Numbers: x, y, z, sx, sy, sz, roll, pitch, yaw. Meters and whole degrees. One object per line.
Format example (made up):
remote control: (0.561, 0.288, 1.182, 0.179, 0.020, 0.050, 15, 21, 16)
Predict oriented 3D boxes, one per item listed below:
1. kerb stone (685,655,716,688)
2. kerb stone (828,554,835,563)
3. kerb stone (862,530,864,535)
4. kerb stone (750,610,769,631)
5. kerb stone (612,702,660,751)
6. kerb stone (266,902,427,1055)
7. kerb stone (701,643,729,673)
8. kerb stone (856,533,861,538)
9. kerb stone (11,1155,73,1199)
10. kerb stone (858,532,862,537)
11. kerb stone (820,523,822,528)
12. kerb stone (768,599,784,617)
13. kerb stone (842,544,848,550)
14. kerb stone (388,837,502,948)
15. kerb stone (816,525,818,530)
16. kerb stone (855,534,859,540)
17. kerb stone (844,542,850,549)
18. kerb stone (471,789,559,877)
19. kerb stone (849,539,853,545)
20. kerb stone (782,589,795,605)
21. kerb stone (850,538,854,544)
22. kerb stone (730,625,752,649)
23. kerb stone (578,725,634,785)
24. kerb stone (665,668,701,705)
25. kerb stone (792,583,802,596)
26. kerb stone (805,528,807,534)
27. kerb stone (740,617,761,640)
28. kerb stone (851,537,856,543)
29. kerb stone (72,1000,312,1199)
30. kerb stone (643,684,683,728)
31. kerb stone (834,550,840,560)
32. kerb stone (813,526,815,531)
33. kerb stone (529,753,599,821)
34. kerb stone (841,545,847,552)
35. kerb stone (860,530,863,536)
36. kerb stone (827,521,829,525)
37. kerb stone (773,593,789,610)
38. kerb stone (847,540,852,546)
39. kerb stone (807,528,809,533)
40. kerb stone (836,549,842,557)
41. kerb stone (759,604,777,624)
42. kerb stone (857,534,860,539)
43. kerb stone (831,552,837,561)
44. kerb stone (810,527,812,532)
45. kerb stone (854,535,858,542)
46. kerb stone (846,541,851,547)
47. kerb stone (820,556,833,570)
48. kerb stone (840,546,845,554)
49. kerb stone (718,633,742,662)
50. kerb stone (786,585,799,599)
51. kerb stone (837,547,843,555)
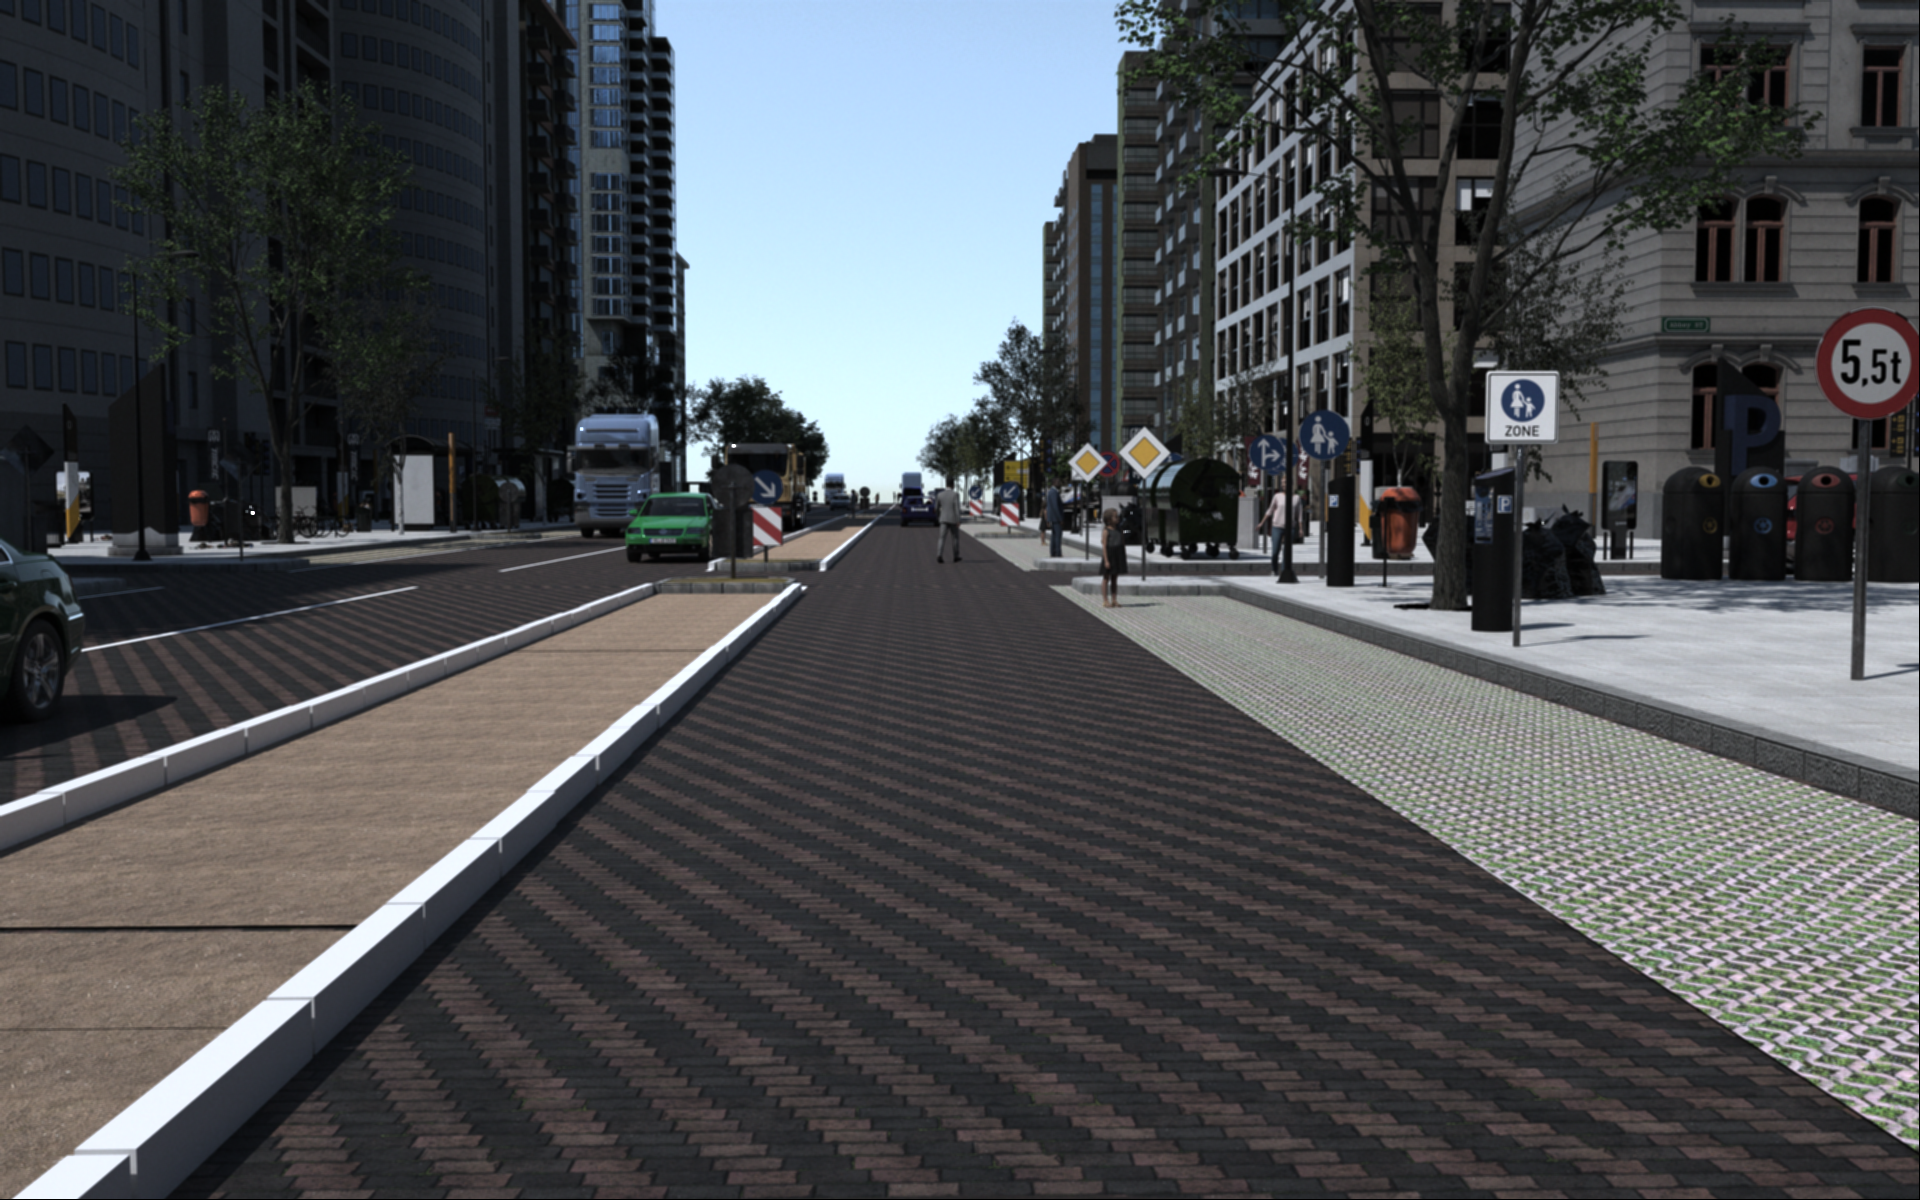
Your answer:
kerb stone: (-1.983, 0.555, 13.119, 0.120, 0.150, 1.000, 0, 4, -2)
kerb stone: (-2.666, -0.789, 35.157, 0.120, 0.150, 1.000, 0, 4, -2)
kerb stone: (-3.343, -2.170, 57.682, 0.120, 0.150, 1.000, 0, 4, -2)
kerb stone: (-2.138, 0.241, 18.256, 0.120, 0.150, 1.000, 0, 4, -2)
kerb stone: (-1.890, 0.744, 10.048, 0.120, 0.150, 1.000, 0, 4, -2)
kerb stone: (-1.722, 1.057, 4.918, 0.120, 0.150, 1.000, 0, 4, -2)
kerb stone: (-2.020, 0.492, 14.148, 0.120, 0.150, 1.000, 0, 4, -2)
kerb stone: (-3.223, -1.916, 53.582, 0.120, 0.150, 1.000, 0, 4, -2)
kerb stone: (-1.659, 1.184, 2.872, 0.120, 0.150, 1.000, 0, 4, -2)
kerb stone: (-3.256, -1.983, 54.611, 0.120, 0.150, 1.000, 0, 4, -2)
kerb stone: (-5.862, -2.985, 71.001, 0.120, 0.150, 1.000, 0, 4, -2)
kerb stone: (-2.192, 0.121, 20.307, 0.120, 0.150, 1.000, 0, 4, -2)
kerb stone: (-2.879, -1.226, 42.320, 0.120, 0.150, 1.000, 0, 4, -2)
kerb stone: (-1.757, 0.994, 5.940, 0.120, 0.150, 1.000, 0, 4, -2)
kerb stone: (-5.765, -2.796, 67.922, 0.120, 0.150, 1.000, 0, 4, -2)
kerb stone: (-3.164, -1.794, 51.536, 0.120, 0.150, 1.000, 0, 4, -2)
kerb stone: (-2.905, -1.293, 43.343, 0.120, 0.150, 1.000, 0, 4, -2)
kerb stone: (-1.786, 0.932, 6.965, 0.120, 0.150, 1.000, 0, 4, -2)
kerb stone: (-3.004, -1.481, 46.415, 0.120, 0.150, 1.000, 0, 4, -2)
kerb stone: (-2.258, -0.003, 22.351, 0.120, 0.150, 1.000, 0, 4, -2)
kerb stone: (-3.035, -1.544, 47.436, 0.120, 0.150, 1.000, 0, 4, -2)
kerb stone: (-2.076, 0.366, 16.207, 0.120, 0.150, 1.000, 0, 4, -2)
kerb stone: (-1.851, 0.806, 9.021, 0.120, 0.150, 1.000, 0, 4, -2)
kerb stone: (-1.946, 0.618, 12.098, 0.120, 0.150, 1.000, 0, 4, -2)
kerb stone: (-2.324, -0.134, 24.404, 0.120, 0.150, 1.000, 0, 4, -2)
kerb stone: (-5.548, -2.359, 60.769, 0.120, 0.150, 1.000, 0, 4, -2)
kerb stone: (-2.108, 0.305, 17.234, 0.120, 0.150, 1.000, 0, 4, -2)
kerb stone: (-3.066, -1.607, 48.466, 0.120, 0.150, 1.000, 0, 4, -2)
kerb stone: (-1.689, 1.119, 3.893, 0.120, 0.150, 1.000, 0, 4, -2)
kerb stone: (-1.911, 0.680, 11.076, 0.120, 0.150, 1.000, 0, 4, -2)
kerb stone: (-2.718, -0.918, 37.200, 0.120, 0.150, 1.000, 0, 4, -2)
kerb stone: (-5.710, -2.670, 65.876, 0.120, 0.150, 1.000, 0, 4, -2)
kerb stone: (-1.829, 0.869, 7.986, 0.120, 0.150, 1.000, 0, 4, -2)
kerb stone: (-2.843, -1.168, 41.299, 0.120, 0.150, 1.000, 0, 4, -2)
kerb stone: (-3.322, -2.108, 56.656, 0.120, 0.150, 1.000, 0, 4, -2)
kerb stone: (-6.044, -3.362, 77.157, 0.120, 0.150, 1.000, 0, 4, -2)
kerb stone: (-2.232, 0.053, 21.328, 0.120, 0.150, 1.000, 0, 4, -2)
kerb stone: (-2.973, -1.419, 45.393, 0.120, 0.150, 1.000, 0, 4, -2)
kerb stone: (-5.577, -2.415, 61.791, 0.120, 0.150, 1.000, 0, 4, -2)
kerb stone: (-2.750, -0.981, 38.227, 0.120, 0.150, 1.000, 0, 4, -2)
kerb stone: (-2.169, 0.178, 19.279, 0.120, 0.150, 1.000, 0, 4, -2)
kerb stone: (-3.190, -1.849, 52.559, 0.120, 0.150, 1.000, 0, 4, -2)
kerb stone: (-2.695, -0.855, 36.179, 0.120, 0.150, 1.000, 0, 4, -2)
kerb stone: (-5.646, -2.547, 63.833, 0.120, 0.150, 1.000, 0, 4, -2)
kerb stone: (-3.132, -1.723, 50.515, 0.120, 0.150, 1.000, 0, 4, -2)
kerb stone: (-2.942, -1.356, 44.365, 0.120, 0.150, 1.000, 0, 4, -2)
kerb stone: (-2.627, -0.730, 34.136, 0.120, 0.150, 1.000, 0, 4, -2)
kerb stone: (-2.816, -1.106, 40.277, 0.120, 0.150, 1.000, 0, 4, -2)
kerb stone: (-2.040, 0.430, 15.170, 0.120, 0.150, 1.000, 0, 4, -2)
kerb stone: (-2.296, -0.070, 23.372, 0.120, 0.150, 1.000, 0, 4, -2)
kerb stone: (-2.782, -1.043, 39.250, 0.120, 0.150, 1.000, 0, 4, -2)
